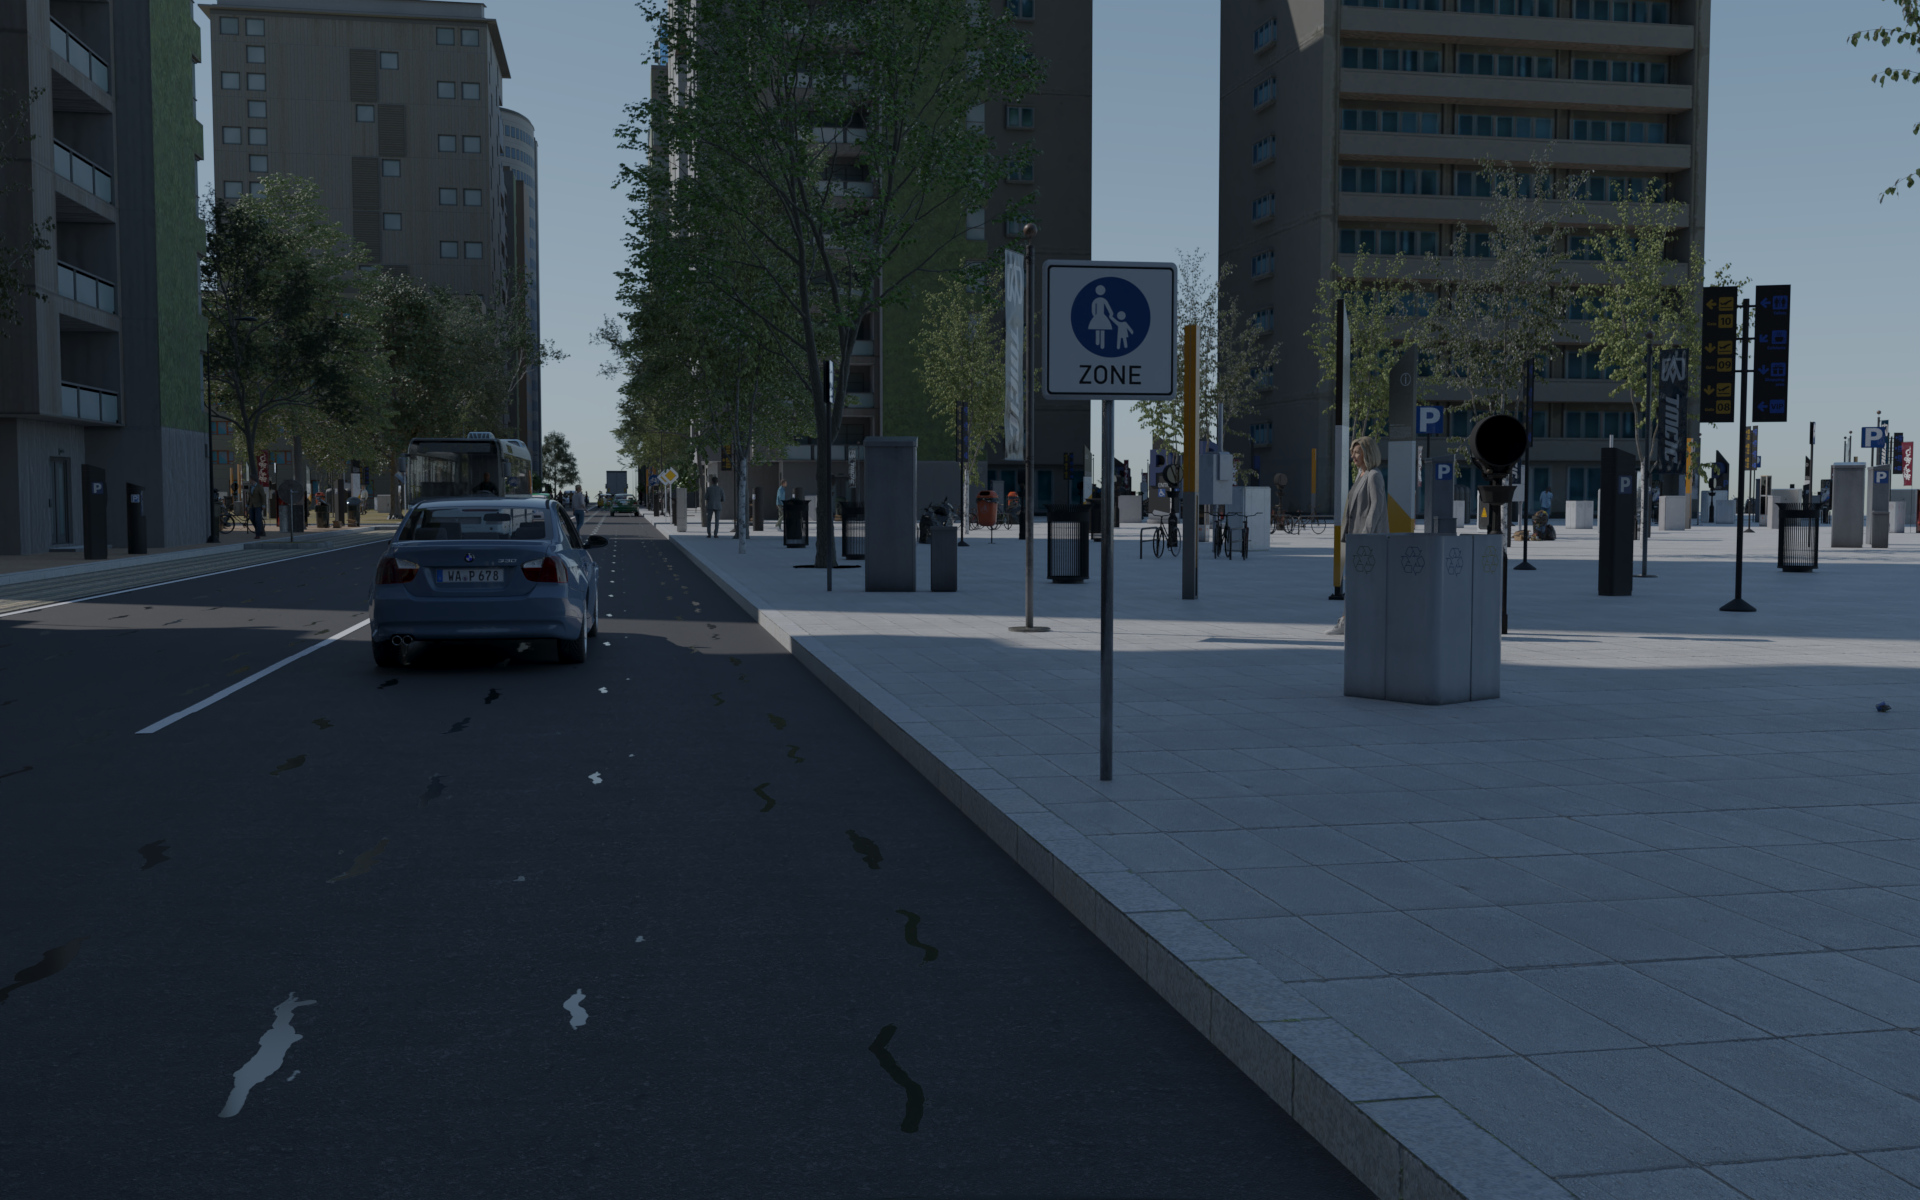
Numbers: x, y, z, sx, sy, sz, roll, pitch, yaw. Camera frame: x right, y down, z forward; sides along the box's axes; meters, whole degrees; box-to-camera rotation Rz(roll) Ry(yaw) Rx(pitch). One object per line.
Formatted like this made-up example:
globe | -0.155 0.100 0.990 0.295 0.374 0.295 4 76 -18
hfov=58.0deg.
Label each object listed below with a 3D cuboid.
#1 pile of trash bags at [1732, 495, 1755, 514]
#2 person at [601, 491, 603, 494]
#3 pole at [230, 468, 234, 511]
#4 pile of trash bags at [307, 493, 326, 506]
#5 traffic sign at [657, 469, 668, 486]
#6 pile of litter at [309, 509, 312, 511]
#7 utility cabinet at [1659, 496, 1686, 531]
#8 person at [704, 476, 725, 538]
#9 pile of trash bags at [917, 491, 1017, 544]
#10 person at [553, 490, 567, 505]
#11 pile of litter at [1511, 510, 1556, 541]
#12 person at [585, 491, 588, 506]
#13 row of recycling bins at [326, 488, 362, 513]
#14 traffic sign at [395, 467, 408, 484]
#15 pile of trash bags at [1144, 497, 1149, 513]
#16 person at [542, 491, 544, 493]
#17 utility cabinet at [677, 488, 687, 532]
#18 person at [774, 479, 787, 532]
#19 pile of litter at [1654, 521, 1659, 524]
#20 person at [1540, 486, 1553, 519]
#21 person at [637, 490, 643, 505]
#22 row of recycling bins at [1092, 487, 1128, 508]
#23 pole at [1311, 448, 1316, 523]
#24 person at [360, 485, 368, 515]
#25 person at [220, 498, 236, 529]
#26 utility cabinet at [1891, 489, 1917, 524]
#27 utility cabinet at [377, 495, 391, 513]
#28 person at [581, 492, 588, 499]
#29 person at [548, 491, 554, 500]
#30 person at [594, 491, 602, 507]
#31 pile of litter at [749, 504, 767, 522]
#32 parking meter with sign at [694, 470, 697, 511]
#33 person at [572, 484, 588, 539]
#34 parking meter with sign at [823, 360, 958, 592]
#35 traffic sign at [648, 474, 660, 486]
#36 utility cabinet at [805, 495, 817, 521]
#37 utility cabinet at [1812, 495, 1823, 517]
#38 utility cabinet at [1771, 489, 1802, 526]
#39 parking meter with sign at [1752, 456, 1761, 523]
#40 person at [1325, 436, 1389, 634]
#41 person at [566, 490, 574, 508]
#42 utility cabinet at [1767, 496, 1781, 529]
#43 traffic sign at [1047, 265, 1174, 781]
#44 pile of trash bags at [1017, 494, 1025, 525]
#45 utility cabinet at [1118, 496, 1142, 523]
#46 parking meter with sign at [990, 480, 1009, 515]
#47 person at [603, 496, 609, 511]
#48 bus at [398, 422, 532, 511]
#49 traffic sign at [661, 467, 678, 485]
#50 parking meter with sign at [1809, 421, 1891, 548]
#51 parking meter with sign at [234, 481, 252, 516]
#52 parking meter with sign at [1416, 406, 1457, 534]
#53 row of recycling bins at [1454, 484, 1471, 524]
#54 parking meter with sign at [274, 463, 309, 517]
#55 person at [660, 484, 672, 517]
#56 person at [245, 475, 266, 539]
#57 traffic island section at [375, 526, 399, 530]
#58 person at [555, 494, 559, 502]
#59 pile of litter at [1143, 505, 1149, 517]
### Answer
pile of trash bags | 50.302 -6.301 112.776 3.447 1.369 1.912 2 4 24
person | -54.688 -15.667 264.292 1.348 1.869 0.705 -2 4 -25
pole | -56.605 -8.613 134.661 0.158 3.312 0.155 0 3 0
pile of trash bags | -41.202 -6.030 108.345 3.447 1.369 1.912 1 4 16
traffic sign | -13.519 -4.739 79.665 0.795 2.593 0.064 -1 4 -11
pile of litter | -49.625 -7.146 130.800 1.176 0.858 1.719 -3 5 -42
utility cabinet | 25.050 -3.044 60.930 1.020 1.237 0.306 -2 4 -27
person | -7.218 -2.729 50.866 0.606 1.804 0.583 -1 4 -17
pile of trash bags | -0.536 -2.170 45.236 3.447 1.369 1.912 2 4 27
person | -36.011 -9.015 156.038 1.348 1.807 0.705 0 4 7
pile of litter | 15.730 -2.064 47.710 1.719 0.858 1.176 -2 4 -27
person | -45.707 -12.430 211.744 0.705 1.822 1.348 -1 4 -11
row of recycling bins | -42.255 -6.842 118.974 1.069 1.692 3.534 1 4 14
traffic sign | -22.379 -4.136 69.814 0.795 2.593 0.064 -1 4 -11
pile of trash bags | 13.816 -6.673 118.858 3.447 1.369 1.912 -1 4 -14
person | -44.416 -10.736 184.748 0.721 1.736 1.217 2 4 31
utility cabinet | -9.410 -3.057 58.664 0.318 1.500 1.173 0 4 -7
person | -6.109 -3.214 58.934 0.444 1.785 0.601 0 4 -1
pile of litter | 30.288 -3.661 73.815 1.176 0.858 1.719 0 4 5
person | 27.746 -4.485 82.088 0.793 1.790 0.793 -1 4 -17
person | -38.396 -12.369 208.236 0.705 1.831 1.348 -3 5 -42
row of recycling bins | 8.018 -5.314 93.997 1.069 1.692 3.534 -2 4 -24
pole | 15.826 -5.117 77.503 0.158 3.312 0.155 0 3 0
person | -36.658 -6.128 106.341 0.679 1.850 0.850 1 4 13
person | -27.288 -3.222 64.218 0.738 1.151 1.012 -2 4 -28
utility cabinet | 39.508 -3.908 72.579 0.318 1.500 1.173 -2 4 -31
utility cabinet | -38.961 -6.501 117.460 1.020 1.237 0.306 -1 4 -10
person | -43.359 -11.597 198.825 1.217 1.743 0.721 0 4 7
person | -43.036 -10.580 182.277 0.445 1.727 0.742 1 4 16
person | -40.111 -11.279 192.926 1.348 1.823 0.705 -2 4 -25
pile of litter | -9.771 -4.083 80.728 1.719 0.858 1.176 2 4 26
parking meter with sign | -17.107 -7.413 117.471 1.738 3.016 0.543 0 4 4
person | -12.074 -2.793 54.832 0.731 1.740 0.598 2 4 24
parking meter with sign | -0.897 -1.621 22.758 1.738 3.016 0.543 0 4 1
traffic sign | -19.801 -6.856 112.205 0.768 2.556 0.104 0 4 -7
utility cabinet | -6.882 -4.339 82.097 1.020 1.237 0.306 3 4 36
utility cabinet | 48.068 -5.285 97.566 0.306 1.237 1.020 -2 4 -28
utility cabinet | 32.899 -3.692 69.047 0.318 1.500 1.173 -3 4 -36
parking meter with sign | 36.150 -4.997 77.965 0.543 3.016 1.738 0 4 -2
person | 3.705 -0.576 15.651 0.728 1.800 0.709 0 4 -3
person | -40.379 -10.476 179.869 1.348 1.812 0.705 0 4 3
utility cabinet | 30.159 -3.241 64.154 0.306 1.237 1.020 1 4 16
traffic sign | 0.655 -0.341 7.699 0.606 2.300 0.079 -1 4 -9
pile of trash bags | 1.990 -3.932 74.048 1.912 1.369 3.447 1 4 12
utility cabinet | 7.510 -3.996 76.489 1.020 1.237 0.306 0 4 7
parking meter with sign | 2.024 -5.951 93.562 1.738 3.016 0.543 -1 4 -16
person | -29.613 -8.078 144.831 0.590 1.304 0.306 2 4 33
bus | -14.870 -3.566 53.158 2.948 3.499 13.247 -1 4 -10
traffic sign | -11.979 -4.259 71.830 0.795 2.593 0.064 -1 4 -11
parking meter with sign | 21.214 -2.755 41.309 1.738 3.016 0.543 2 4 30
parking meter with sign | -41.360 -6.393 100.788 1.738 3.016 0.543 0 4 7
parking meter with sign | 9.238 -2.275 33.453 0.543 3.016 1.738 0 4 2
row of recycling bins | 21.291 -4.119 74.461 1.069 1.692 3.534 2 4 27
parking meter with sign | -37.606 -6.192 97.499 1.738 3.016 0.543 -2 4 -27
person | -16.306 -5.577 96.996 0.755 1.850 0.659 -3 5 -43
person | -20.230 -2.677 49.727 0.656 1.842 0.836 0 4 -6
traffic island section | -22.400 -2.911 69.877 2.009 0.180 2.903 -1 4 -11
person | -55.690 -13.917 239.274 0.697 1.427 0.421 2 4 25
pile of litter | 10.454 -5.148 98.132 1.176 0.858 1.719 0 4 -3
